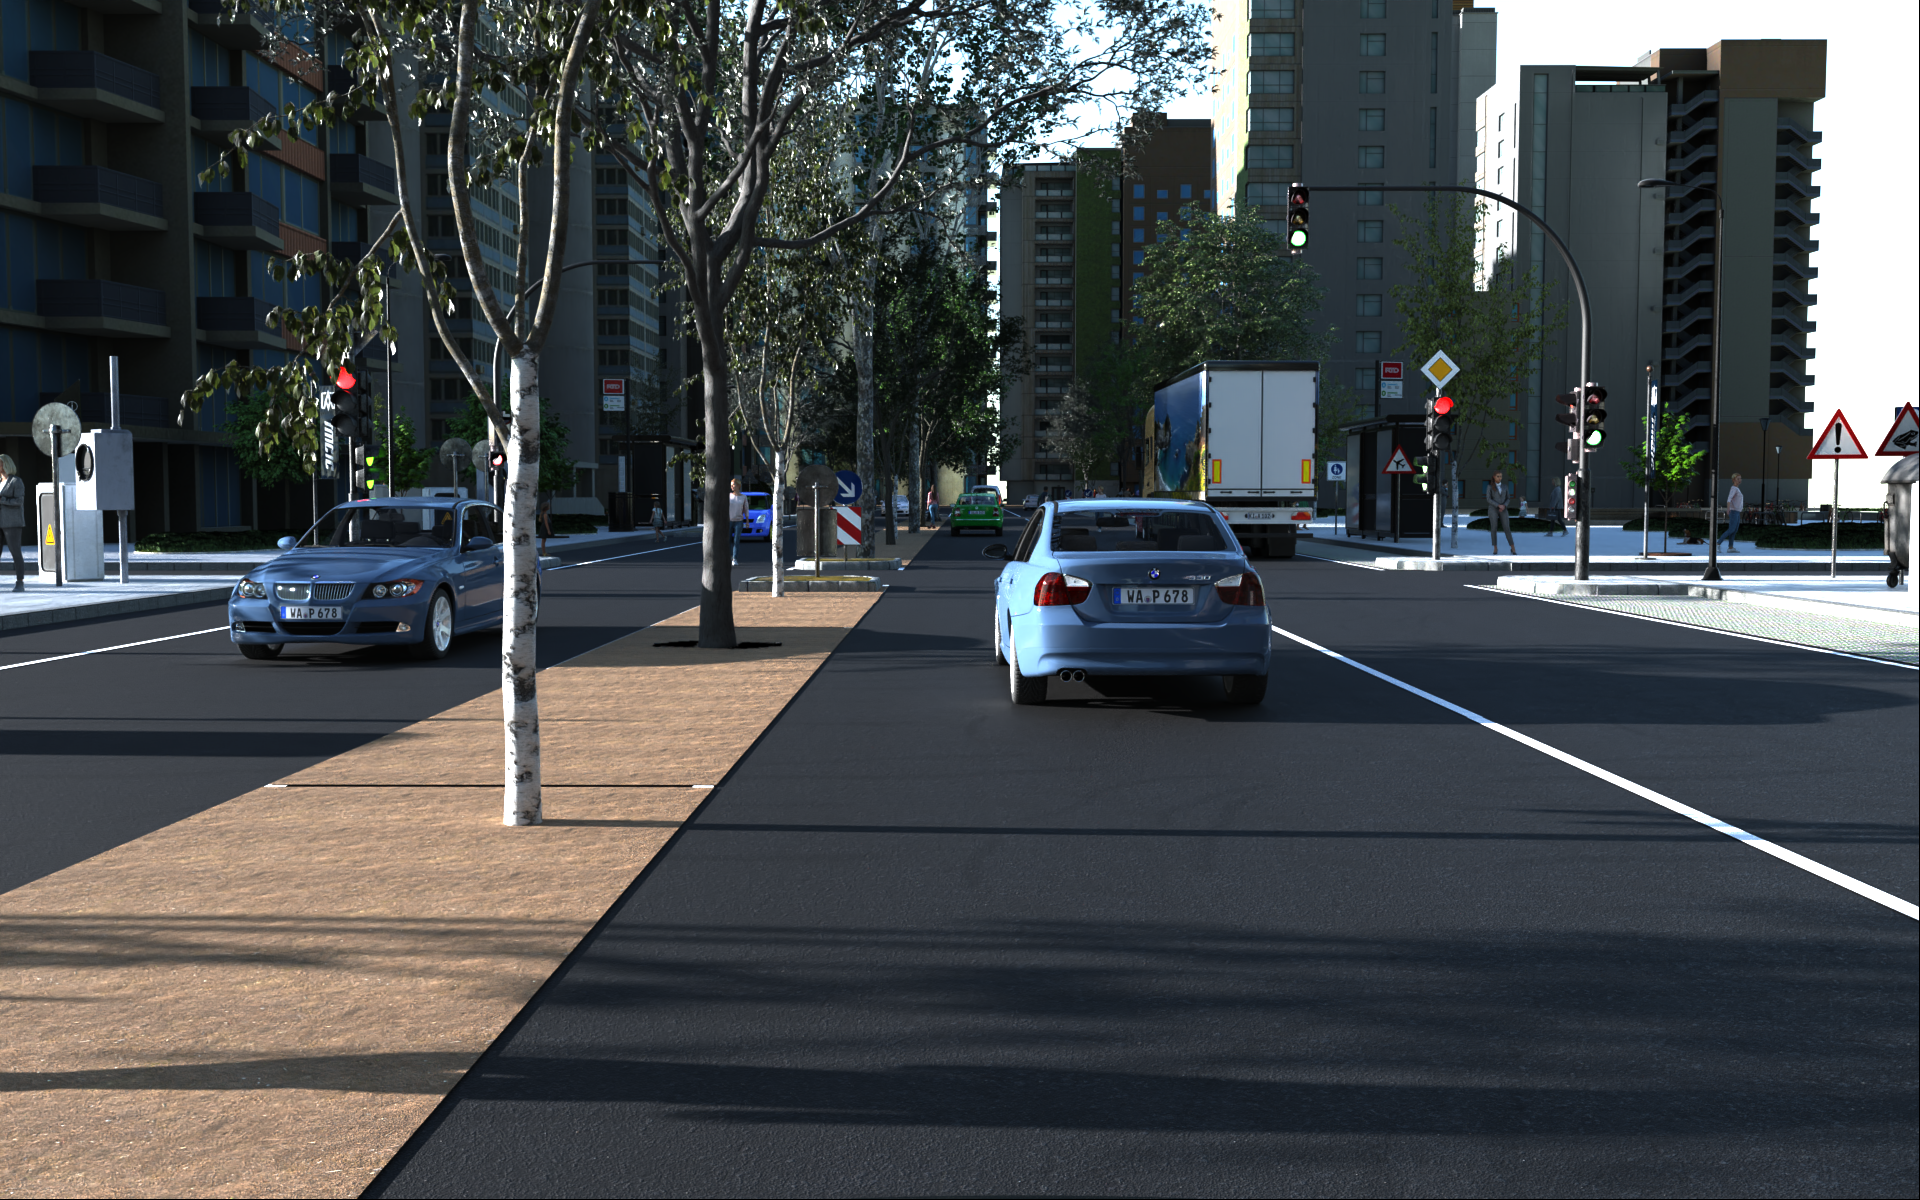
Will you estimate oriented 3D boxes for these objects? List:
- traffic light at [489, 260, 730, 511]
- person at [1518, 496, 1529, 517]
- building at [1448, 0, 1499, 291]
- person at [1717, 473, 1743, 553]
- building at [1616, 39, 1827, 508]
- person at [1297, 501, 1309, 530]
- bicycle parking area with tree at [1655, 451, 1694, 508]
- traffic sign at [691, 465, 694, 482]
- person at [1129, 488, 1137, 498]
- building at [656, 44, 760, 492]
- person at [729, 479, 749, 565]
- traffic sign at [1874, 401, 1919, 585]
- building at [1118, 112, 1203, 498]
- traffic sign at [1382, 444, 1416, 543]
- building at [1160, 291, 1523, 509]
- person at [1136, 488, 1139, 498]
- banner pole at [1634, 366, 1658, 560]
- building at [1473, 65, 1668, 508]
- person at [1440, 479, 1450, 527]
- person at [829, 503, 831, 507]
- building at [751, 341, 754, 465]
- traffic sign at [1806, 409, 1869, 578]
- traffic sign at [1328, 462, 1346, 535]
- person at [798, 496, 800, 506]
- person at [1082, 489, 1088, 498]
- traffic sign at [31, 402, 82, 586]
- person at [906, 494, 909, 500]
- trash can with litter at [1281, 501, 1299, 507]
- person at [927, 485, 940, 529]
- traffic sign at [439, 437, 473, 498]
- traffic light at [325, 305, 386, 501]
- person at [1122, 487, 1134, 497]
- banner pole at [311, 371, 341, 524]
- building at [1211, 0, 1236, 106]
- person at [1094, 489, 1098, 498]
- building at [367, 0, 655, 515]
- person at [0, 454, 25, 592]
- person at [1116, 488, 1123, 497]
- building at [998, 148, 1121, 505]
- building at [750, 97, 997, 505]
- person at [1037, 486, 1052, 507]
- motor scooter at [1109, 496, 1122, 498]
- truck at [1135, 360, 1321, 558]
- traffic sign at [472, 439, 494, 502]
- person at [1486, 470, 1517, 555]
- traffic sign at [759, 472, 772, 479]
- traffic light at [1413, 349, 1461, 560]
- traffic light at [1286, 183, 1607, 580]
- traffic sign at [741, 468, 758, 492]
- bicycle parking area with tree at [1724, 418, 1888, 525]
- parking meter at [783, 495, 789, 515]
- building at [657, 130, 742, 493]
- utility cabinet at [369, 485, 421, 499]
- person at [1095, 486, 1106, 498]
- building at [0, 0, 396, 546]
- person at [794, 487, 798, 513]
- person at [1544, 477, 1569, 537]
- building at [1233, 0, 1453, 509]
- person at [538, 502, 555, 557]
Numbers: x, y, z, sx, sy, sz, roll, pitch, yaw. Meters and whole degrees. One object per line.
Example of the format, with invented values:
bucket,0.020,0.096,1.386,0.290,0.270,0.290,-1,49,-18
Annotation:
traffic light,-6.889,-3.617,33.802,4.771,5.953,1.251,0,4,0
person,21.145,-3.289,64.838,0.382,1.210,0.505,-1,4,-20
building,47.315,-40.834,209.631,28.212,58.520,21.231,0,4,0
person,16.801,-1.906,37.874,0.598,1.740,0.731,1,4,20
building,73.194,-31.726,168.837,14.200,45.320,14.600,0,4,0
person,12.163,-3.372,61.426,0.529,1.795,0.600,0,4,-4
bicycle parking area with tree,45.779,-7.065,102.512,8.231,4.147,9.016,1,4,17
traffic sign,-11.848,-4.613,75.530,0.768,2.556,0.104,0,4,2
person,12.856,-7.612,131.214,1.217,1.735,0.721,1,4,12
building,-32.920,-31.249,165.549,28.867,44.769,22.147,0,4,0
person,-4.618,-1.575,34.918,0.731,1.740,0.598,0,4,-7
traffic sign,13.291,-1.491,24.383,0.884,2.594,0.081,0,4,2
building,25.968,-34.034,206.574,14.200,45.320,14.600,0,4,0
traffic sign,11.444,-2.766,45.220,0.884,2.594,0.081,0,4,7
building,34.089,-19.395,162.155,27.650,21.520,28.899,0,4,0
person,15.256,-8.613,146.738,0.599,1.838,0.709,-3,4,-38
banner pole,13.403,-2.666,33.612,0.401,3.779,0.863,1,4,9
building,58.881,-29.674,168.768,14.086,41.232,14.154,0,4,0
person,18.595,-3.711,66.524,0.447,1.846,0.655,0,4,6
person,-12.721,-10.090,171.026,1.348,1.822,0.705,0,4,-5
building,-38.003,-32.051,215.914,23.993,40.220,32.217,0,4,0
traffic sign,13.367,-1.617,26.438,0.884,2.594,0.081,1,4,8
traffic sign,11.847,-3.205,54.527,0.606,2.300,0.079,0,4,4
person,-17.234,-10.938,185.792,0.530,1.710,0.541,2,4,27
person,12.014,-9.787,166.767,0.721,1.736,1.217,2,4,29
traffic sign,-12.538,-1.463,24.029,0.768,2.556,0.104,1,4,10
person,-4.946,-10.000,172.015,1.348,1.821,0.705,-3,4,-36
trash can with litter,13.388,-3.636,70.833,0.624,1.170,1.055,2,4,33
person,-1.083,-3.846,71.398,0.555,1.821,0.388,-2,4,-32
traffic sign,-11.356,-2.379,39.010,0.768,2.556,0.104,0,4,4
traffic light,-9.024,-2.255,25.793,0.839,4.253,0.868,0,4,0
person,11.650,-6.930,119.882,0.617,1.759,0.750,3,5,43
banner pole,-12.916,-2.760,35.148,0.863,3.779,0.401,1,4,22
building,28.094,-29.960,139.951,14.600,45.320,14.200,0,4,0
person,14.039,-10.644,180.033,1.348,1.831,0.705,0,4,-1
building,-34.483,-26.271,121.414,32.217,40.220,23.993,0,4,0
person,-12.471,-1.001,22.599,0.537,1.800,0.526,2,4,25
person,12.185,-7.516,129.654,1.217,1.736,0.721,0,4,-2
building,11.735,-32.035,207.374,14.086,41.232,14.154,0,4,0
building,-10.800,-36.206,211.580,30.456,49.044,23.786,0,4,0
person,3.781,-4.191,77.366,0.623,1.781,0.721,-1,4,-9
motor scooter,9.404,-5.629,104.816,0.815,1.314,1.986,0,4,1
truck,6.214,-3.246,41.986,2.839,4.237,11.283,0,4,-1
traffic sign,-11.014,-2.459,40.316,0.768,2.556,0.104,0,4,7
person,11.485,-1.860,36.726,0.520,1.790,0.573,-1,4,-20
traffic sign,-10.991,-5.994,98.111,0.768,2.556,0.104,1,4,8
traffic light,9.280,-2.739,33.696,0.839,4.253,0.868,0,4,0
traffic light,7.144,-3.114,25.581,4.771,5.953,1.251,0,4,0
traffic sign,-10.687,-5.380,87.959,0.884,2.594,0.081,0,4,2
bicycle parking area with tree,32.863,-4.777,65.102,8.231,4.147,9.016,1,4,15
parking meter,-10.434,-5.840,103.900,0.372,1.533,0.369,0,3,0
building,-25.741,-22.567,140.679,14.160,30.474,14.107,0,4,0
utility cabinet,-13.108,-1.932,40.264,0.318,1.500,1.173,3,5,41
person,5.233,-3.434,65.321,0.731,1.740,0.598,1,4,19
building,-31.345,-24.473,54.753,22.147,44.769,28.867,0,4,0
person,-11.181,-6.850,118.731,0.721,1.739,1.217,-1,4,-8
person,17.984,-2.811,52.189,0.728,1.800,0.709,1,4,21
building,26.803,-27.043,125.751,14.154,41.232,14.086,0,4,0
person,-9.498,-1.628,39.791,0.373,1.253,0.362,-1,4,-15
